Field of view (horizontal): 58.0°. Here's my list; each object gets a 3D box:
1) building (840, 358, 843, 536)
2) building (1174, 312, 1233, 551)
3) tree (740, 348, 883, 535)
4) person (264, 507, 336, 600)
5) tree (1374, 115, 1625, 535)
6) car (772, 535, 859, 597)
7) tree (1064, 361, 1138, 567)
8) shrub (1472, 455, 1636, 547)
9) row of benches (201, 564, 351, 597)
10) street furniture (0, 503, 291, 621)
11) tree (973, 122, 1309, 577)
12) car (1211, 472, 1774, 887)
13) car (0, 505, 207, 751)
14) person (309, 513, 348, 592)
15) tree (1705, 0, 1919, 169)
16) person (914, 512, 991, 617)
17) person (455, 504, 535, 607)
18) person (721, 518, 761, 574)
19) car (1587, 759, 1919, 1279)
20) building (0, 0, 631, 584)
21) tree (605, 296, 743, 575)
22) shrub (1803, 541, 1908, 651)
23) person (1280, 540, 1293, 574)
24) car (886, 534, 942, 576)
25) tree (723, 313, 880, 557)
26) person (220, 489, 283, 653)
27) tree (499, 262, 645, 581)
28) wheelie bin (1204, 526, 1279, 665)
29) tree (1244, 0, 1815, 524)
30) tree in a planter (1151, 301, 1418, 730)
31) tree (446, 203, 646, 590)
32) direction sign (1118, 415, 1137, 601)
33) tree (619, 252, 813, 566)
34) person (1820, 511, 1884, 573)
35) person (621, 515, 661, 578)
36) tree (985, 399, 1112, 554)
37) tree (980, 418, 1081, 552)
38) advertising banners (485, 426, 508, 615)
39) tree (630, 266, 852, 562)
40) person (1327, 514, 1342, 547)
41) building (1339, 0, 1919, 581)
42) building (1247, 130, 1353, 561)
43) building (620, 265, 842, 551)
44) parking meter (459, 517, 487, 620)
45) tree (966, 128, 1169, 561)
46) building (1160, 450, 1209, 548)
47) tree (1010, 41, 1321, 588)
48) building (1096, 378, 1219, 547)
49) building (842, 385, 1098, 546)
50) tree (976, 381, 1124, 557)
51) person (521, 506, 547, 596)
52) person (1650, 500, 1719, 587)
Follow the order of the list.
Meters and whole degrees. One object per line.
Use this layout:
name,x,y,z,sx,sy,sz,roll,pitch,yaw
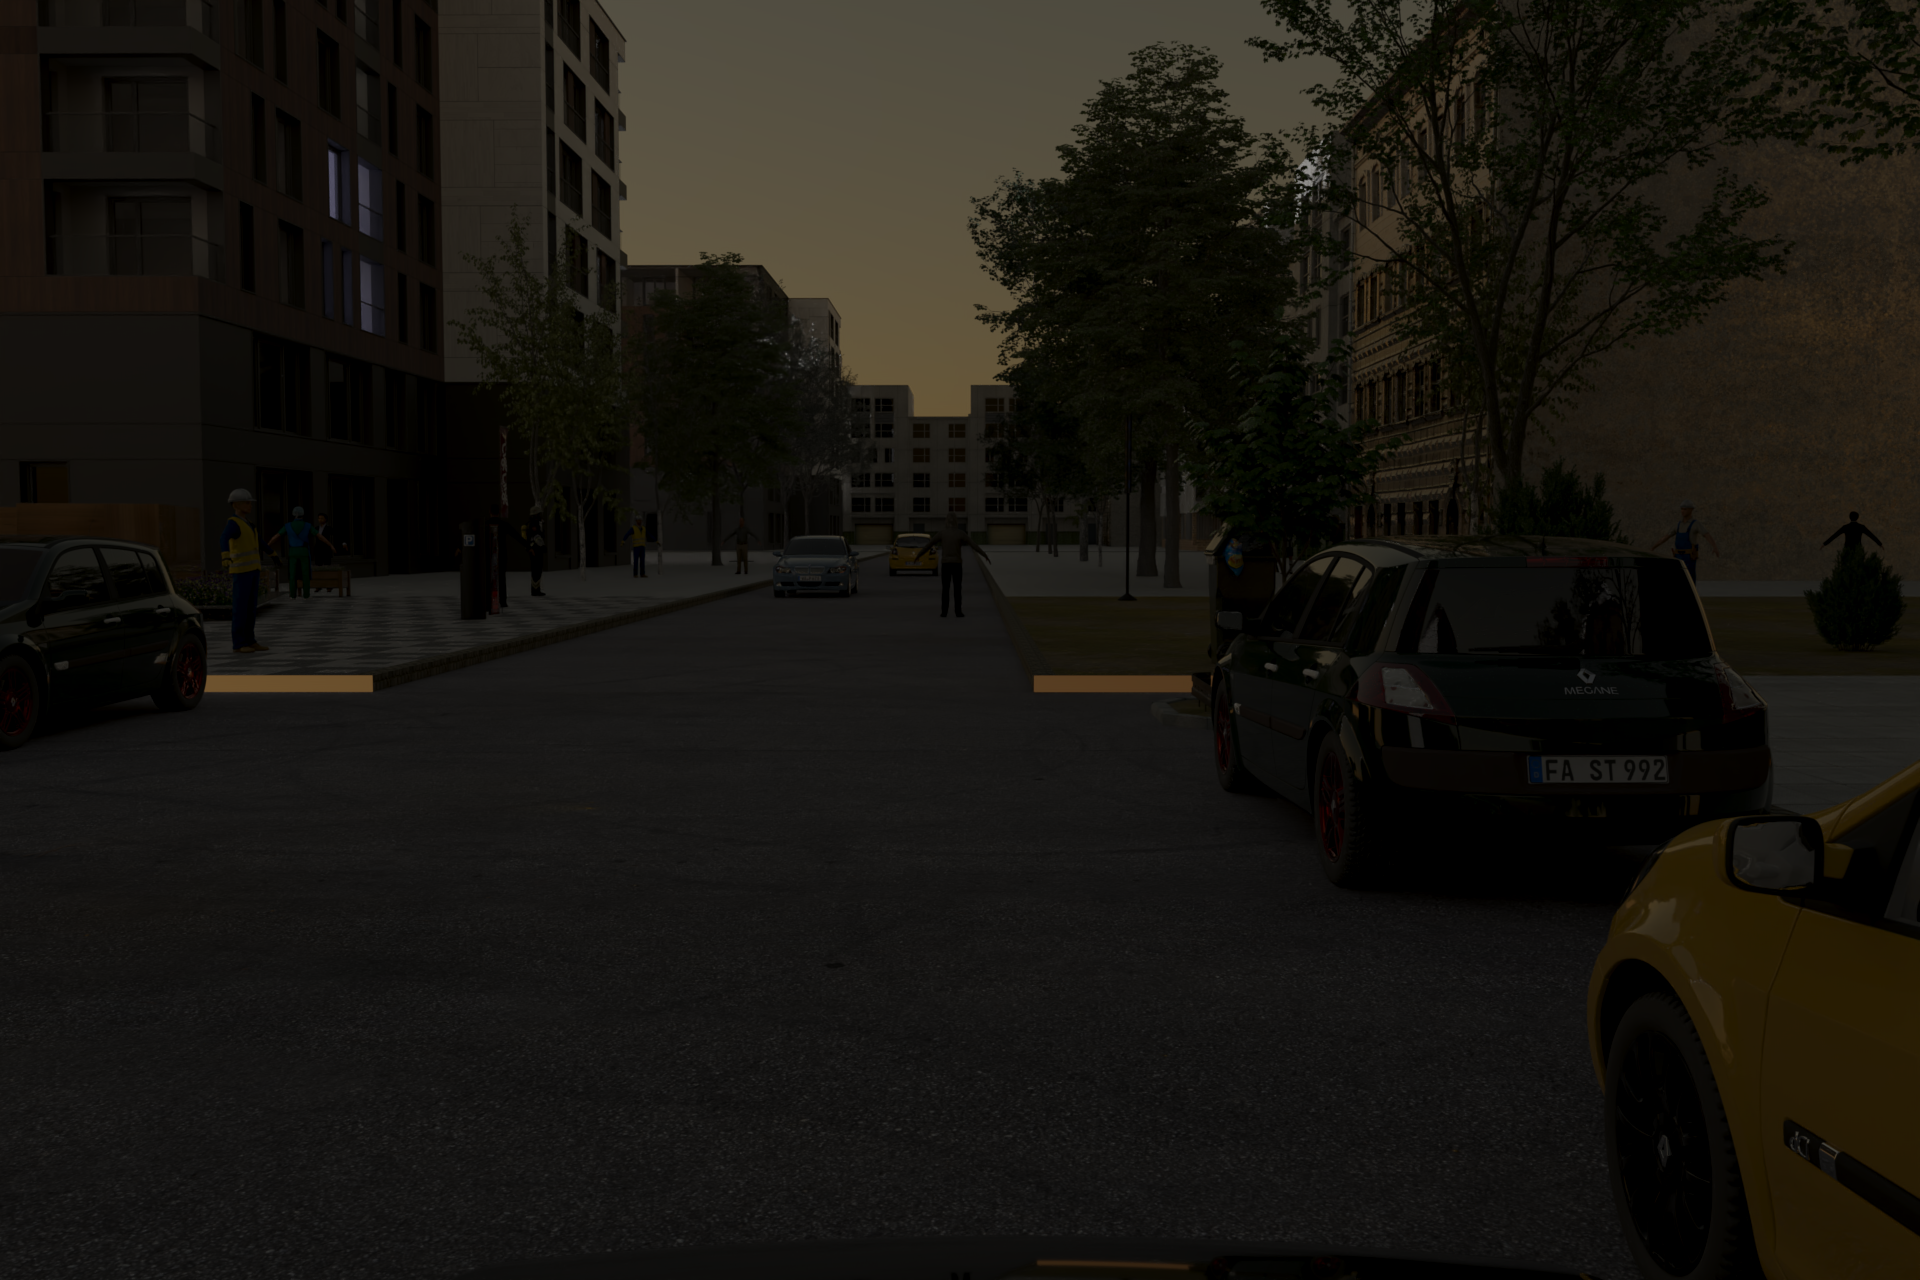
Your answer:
building,-27.544,-20.918,185.976,27.936,21.610,32.646,0,4,0
building,22.850,-17.573,143.734,16.016,20.090,11.380,0,4,0
tree,-10.033,-12.441,113.785,12.009,13.543,11.850,0,3,0
person,-12.927,-1.699,33.898,1.347,1.817,0.704,-1,4,-13
tree,9.594,-4.955,31.375,4.737,8.622,4.395,0,3,0
car,-3.342,-1.754,40.680,2.014,1.417,4.499,0,4,0
tree,5.573,-7.191,67.943,4.737,8.622,4.395,0,3,0
shrub,5.937,-0.818,17.410,1.661,2.075,1.752,0,3,0
row of benches,-14.411,-1.210,35.254,4.104,0.672,1.422,0,4,-4
street furniture,-13.729,-1.314,28.344,9.812,1.723,11.010,-1,4,-17
tree,5.585,-8.907,52.284,9.857,13.997,8.962,0,3,0
car,2.326,0.083,8.434,2.009,1.686,4.222,0,4,-1
car,-7.101,-0.177,12.688,2.009,1.686,4.222,0,4,1
person,-14.005,-1.912,37.988,1.216,1.740,0.721,0,4,5
tree,8.571,-5.234,11.327,9.928,11.665,9.643,0,3,0
person,-0.140,-1.303,29.887,1.348,1.813,0.705,0,4,5
person,-8.129,-1.472,30.298,1.346,1.802,0.704,-1,4,-15
person,-6.969,-3.000,55.319,1.348,1.796,0.705,1,4,11
car,2.135,0.502,2.024,2.015,1.641,3.980,0,4,0
building,-27.914,-12.972,56.067,27.936,21.610,32.646,0,4,1
tree,-9.716,-6.377,54.626,4.360,8.622,3.978,0,3,0
shrub,9.840,-0.484,19.033,1.383,1.207,1.383,0,3,0
person,10.459,-3.008,55.332,1.345,1.843,0.704,0,4,4
car,-1.599,-3.067,60.363,2.015,1.641,3.980,0,4,-1
tree,-9.759,-11.411,96.936,12.009,13.543,11.850,0,3,0
person,-7.704,-0.756,18.829,0.721,1.772,1.216,0,4,5
tree,-10.286,-5.900,46.834,4.737,8.622,4.395,0,3,0
wheelie bin,2.775,-0.557,17.010,0.693,1.594,0.980,0,3,0
tree,7.850,-6.051,24.682,9.928,11.665,9.643,0,3,0
tree in a planter,2.517,-0.988,13.379,1.991,3.239,1.994,0,4,0
tree,-9.417,-5.456,39.573,4.737,8.622,4.395,0,3,0
direction sign,3.232,-2.528,33.337,0.379,3.537,0.876,0,4,-1
tree,-9.797,-9.264,69.596,7.486,12.596,7.792,0,3,0
person,20.549,-2.061,39.878,1.347,1.806,0.705,1,4,17
person,-9.426,-2.751,50.950,1.349,1.833,0.705,-3,5,-41
tree,5.806,-10.779,110.649,8.767,10.594,7.601,0,4,2
tree,5.542,-11.417,121.076,8.767,10.594,7.601,-1,4,-19
advertising banners,-7.430,-1.914,27.487,0.090,3.025,2.074,0,4,1
tree,-10.058,-10.363,79.800,12.009,13.543,11.850,0,3,0
person,10.036,-2.468,46.485,0.704,1.812,1.346,1,4,17
building,23.851,-13.761,55.918,19.493,23.208,18.063,0,4,0
building,24.634,-13.342,84.592,16.747,18.905,31.486,0,4,0
building,-25.340,-18.598,148.051,27.936,21.610,32.646,0,4,1
parking meter,-7.303,-1.074,25.966,0.372,1.533,0.369,0,3,0
tree,7.035,-13.713,80.098,12.611,20.169,13.585,0,3,0
building,24.302,-18.817,164.070,16.016,20.090,11.380,0,4,1
tree,4.637,-7.513,40.970,7.486,12.596,7.792,0,3,0
building,24.375,-21.504,182.525,19.493,23.208,18.063,0,4,0
building,1.347,-20.976,211.880,31.486,18.905,16.747,0,4,1
tree,5.295,-9.899,96.261,8.767,10.594,7.601,-1,4,-10
person,-8.765,-1.845,35.950,0.705,1.856,1.354,-1,4,-20
person,11.950,-1.388,28.544,0.705,1.847,1.347,-2,4,-31
